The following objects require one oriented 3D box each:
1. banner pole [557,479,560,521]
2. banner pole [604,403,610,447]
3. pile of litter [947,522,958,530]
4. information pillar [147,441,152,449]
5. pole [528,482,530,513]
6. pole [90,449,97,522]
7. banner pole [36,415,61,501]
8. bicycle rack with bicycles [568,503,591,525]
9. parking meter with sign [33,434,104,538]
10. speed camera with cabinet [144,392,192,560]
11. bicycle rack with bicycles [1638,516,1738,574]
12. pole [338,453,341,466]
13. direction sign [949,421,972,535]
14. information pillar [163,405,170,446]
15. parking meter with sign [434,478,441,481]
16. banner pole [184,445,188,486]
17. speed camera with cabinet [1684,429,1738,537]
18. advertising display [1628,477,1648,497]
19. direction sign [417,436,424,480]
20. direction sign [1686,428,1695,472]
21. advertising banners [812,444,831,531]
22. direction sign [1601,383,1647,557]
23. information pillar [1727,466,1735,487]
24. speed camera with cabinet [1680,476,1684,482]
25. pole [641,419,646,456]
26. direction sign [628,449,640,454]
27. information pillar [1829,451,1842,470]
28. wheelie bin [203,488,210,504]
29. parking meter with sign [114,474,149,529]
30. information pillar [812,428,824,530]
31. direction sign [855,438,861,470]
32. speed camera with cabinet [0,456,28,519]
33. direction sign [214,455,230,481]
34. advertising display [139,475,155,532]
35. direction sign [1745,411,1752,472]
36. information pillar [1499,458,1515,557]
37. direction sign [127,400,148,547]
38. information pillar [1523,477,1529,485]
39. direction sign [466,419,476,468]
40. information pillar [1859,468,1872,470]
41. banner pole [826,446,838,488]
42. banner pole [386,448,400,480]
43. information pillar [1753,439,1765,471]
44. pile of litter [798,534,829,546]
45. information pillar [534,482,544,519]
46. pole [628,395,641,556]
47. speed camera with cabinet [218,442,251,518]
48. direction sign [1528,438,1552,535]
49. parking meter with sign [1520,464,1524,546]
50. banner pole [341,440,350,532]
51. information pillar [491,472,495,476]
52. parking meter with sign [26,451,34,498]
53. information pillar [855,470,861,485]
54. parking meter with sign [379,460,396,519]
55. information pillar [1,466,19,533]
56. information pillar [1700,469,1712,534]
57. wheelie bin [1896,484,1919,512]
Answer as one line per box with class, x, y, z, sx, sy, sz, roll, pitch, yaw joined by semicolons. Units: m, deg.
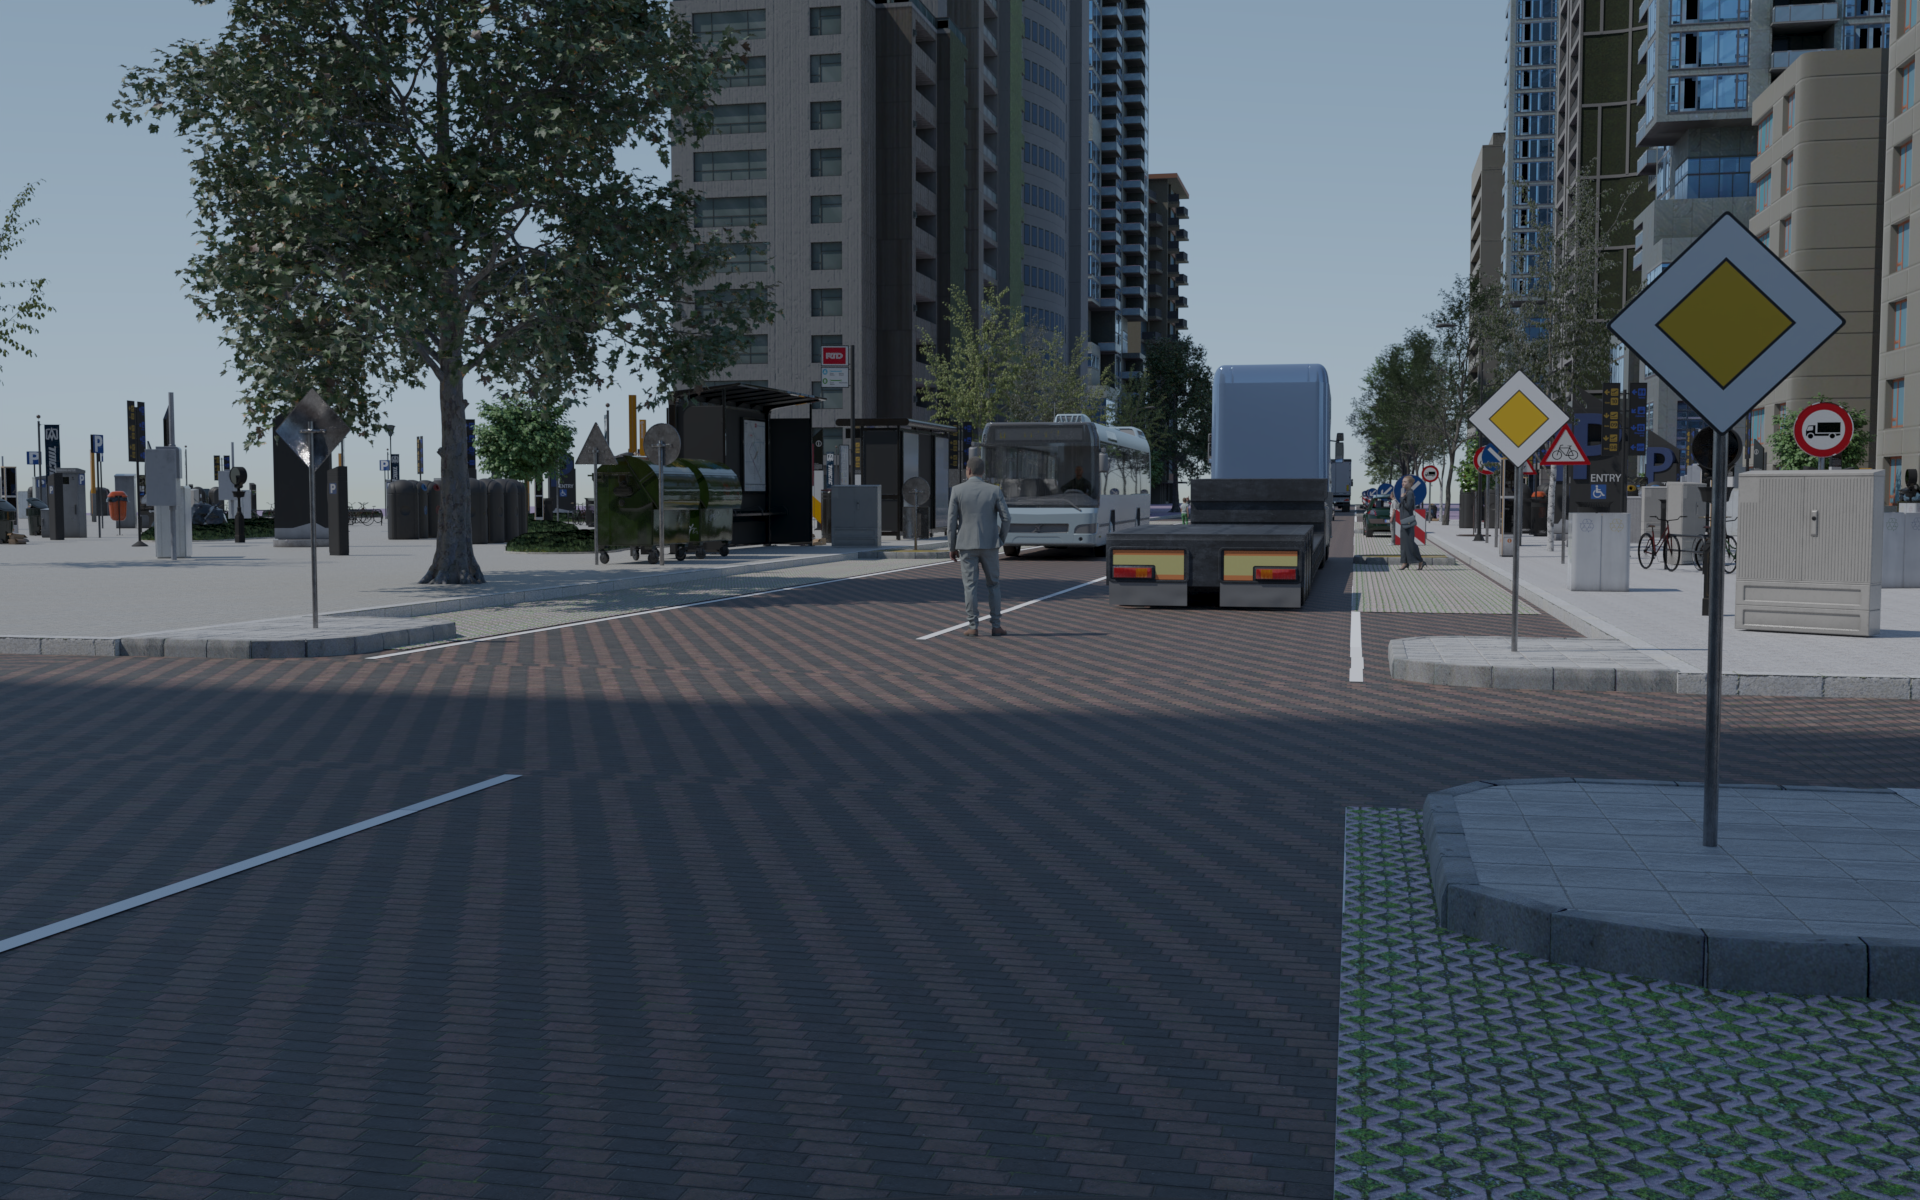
banner pole;-17.586;-5.246;75.796;0.401;3.779;0.863;0;4;-5
banner pole;-9.749;-3.537;47.847;0.401;3.779;0.863;-1;4;-21
pile of litter;-0.748;-2.949;62.184;1.719;0.858;1.176;-1;4;-9
information pillar;-35.527;-5.178;76.012;0.183;3.616;0.504;-3;5;-40
pole;-23.069;-6.029;92.419;0.158;3.312;0.155;0;3;0
pole;-39.595;-5.215;79.110;0.158;3.312;0.155;0;3;0
banner pole;-28.806;-3.956;54.700;0.863;3.779;0.401;0;4;-5
bicycle rack with bicycles;-15.142;-3.559;71.572;2.852;0.926;2.925;1;4;22
parking meter with sign;-26.039;-3.332;50.733;1.738;3.016;0.543;0;4;4
speed camera with cabinet;-15.691;-2.445;34.310;0.660;3.252;2.038;-1;4;-17
bicycle rack with bicycles;12.668;-0.913;28.305;2.852;0.926;2.925;0;4;4
pole;-30.921;-5.669;86.524;0.158;3.312;0.155;0;3;0
direction sign;0.012;-3.793;54.016;0.876;3.537;0.379;-3;4;-36
information pillar;-20.500;-3.276;44.910;0.183;3.616;0.504;0;4;-6
parking meter with sign;-24.730;-5.287;82.708;1.738;3.016;0.543;2;4;29
banner pole;-39.815;-6.061;89.117;0.401;3.779;0.863;-2;4;-30
speed camera with cabinet;23.238;-3.567;52.651;2.038;3.252;0.660;2;4;32
advertising display;25.196;-3.635;64.648;0.974;1.923;0.123;-1;4;-11
direction sign;-21.108;-4.635;67.774;0.379;3.537;0.876;-2;4;-31
direction sign;25.137;-4.138;59.660;0.379;3.537;0.876;0;4;7
advertising banners;-4.516;-3.868;59.437;2.074;3.025;0.090;1;4;15
direction sign;13.498;-2.646;35.259;0.876;3.537;0.379;0;4;4
information pillar;36.906;-5.599;82.903;0.183;3.616;0.504;0;4;-4
speed camera with cabinet;29.483;-4.565;68.969;0.660;3.252;2.038;-2;4;-25
pole;-8.665;-3.276;47.402;0.158;3.312;0.155;0;3;0
direction sign;-16.209;-5.795;86.752;0.876;3.537;0.379;-3;4;-38
information pillar;26.722;-3.763;52.872;0.504;3.616;0.183;-2;4;-28
wheelie bin;-42.552;-5.494;97.738;0.693;1.594;0.980;1;4;12
parking meter with sign;-31.126;-4.181;64.615;1.738;3.016;0.543;-1;4;-15
information pillar;-5.061;-4.283;61.375;0.504;3.616;0.183;1;4;10
direction sign;-3.137;-3.933;56.309;0.876;3.537;0.379;2;4;26
speed camera with cabinet;-49.117;-5.874;90.381;2.038;3.252;0.660;0;4;-5
direction sign;-43.028;-6.670;101.043;0.876;3.537;0.379;-1;4;-20
advertising display;-26.811;-3.207;57.655;0.974;1.923;0.123;-1;4;-23
direction sign;17.419;-2.833;38.321;0.379;3.537;0.876;1;4;18
information pillar;11.171;-1.882;35.255;0.304;2.012;0.304;0;4;7
direction sign;-20.061;-3.074;42.262;0.379;3.537;0.876;0;4;0
information pillar;24.575;-4.344;75.518;0.304;2.012;0.304;2;4;35
direction sign;-15.055;-3.687;52.274;0.876;3.537;0.379;0;4;-5
information pillar;25.837;-2.750;49.455;0.304;2.012;0.304;2;4;32
banner pole;-6.594;-6.107;89.862;0.863;3.779;0.401;2;4;29
banner pole;-31.090;-6.414;94.893;0.863;3.779;0.401;0;4;-3
information pillar;33.618;-4.992;72.973;0.183;3.616;0.504;-2;4;-26
pile of litter;-3.912;-1.830;43.889;1.176;0.858;1.719;0;4;5
information pillar;-14.994;-3.497;61.675;0.304;2.012;0.304;-1;4;-16
pole;-6.724;-2.558;35.661;0.158;3.312;0.155;0;3;0
speed camera with cabinet;-27.881;-4.417;66.551;0.660;3.252;2.038;0;4;-5
direction sign;18.030;-3.804;54.188;0.876;3.537;0.379;1;4;13
parking meter with sign;13.779;-2.867;43.144;0.543;3.016;1.738;1;4;19
banner pole;-21.024;-4.224;59.074;0.401;3.779;0.863;-1;4;-12
information pillar;-25.777;-6.415;96.237;0.504;3.616;0.183;-1;4;-20
parking meter with sign;-37.178;-4.505;69.915;0.543;3.016;1.738;-3;4;-38
information pillar;-4.311;-5.048;73.884;0.504;3.616;0.183;1;4;11
parking meter with sign;-29.238;-5.693;89.349;0.543;3.016;1.738;1;4;10
information pillar;-25.298;-2.545;46.105;0.304;2.012;0.304;3;5;43
information pillar;16.199;-2.013;37.400;0.304;2.012;0.304;-2;4;-26
wheelie bin;27.821;-2.613;50.629;0.693;1.594;0.980;0;4;3
